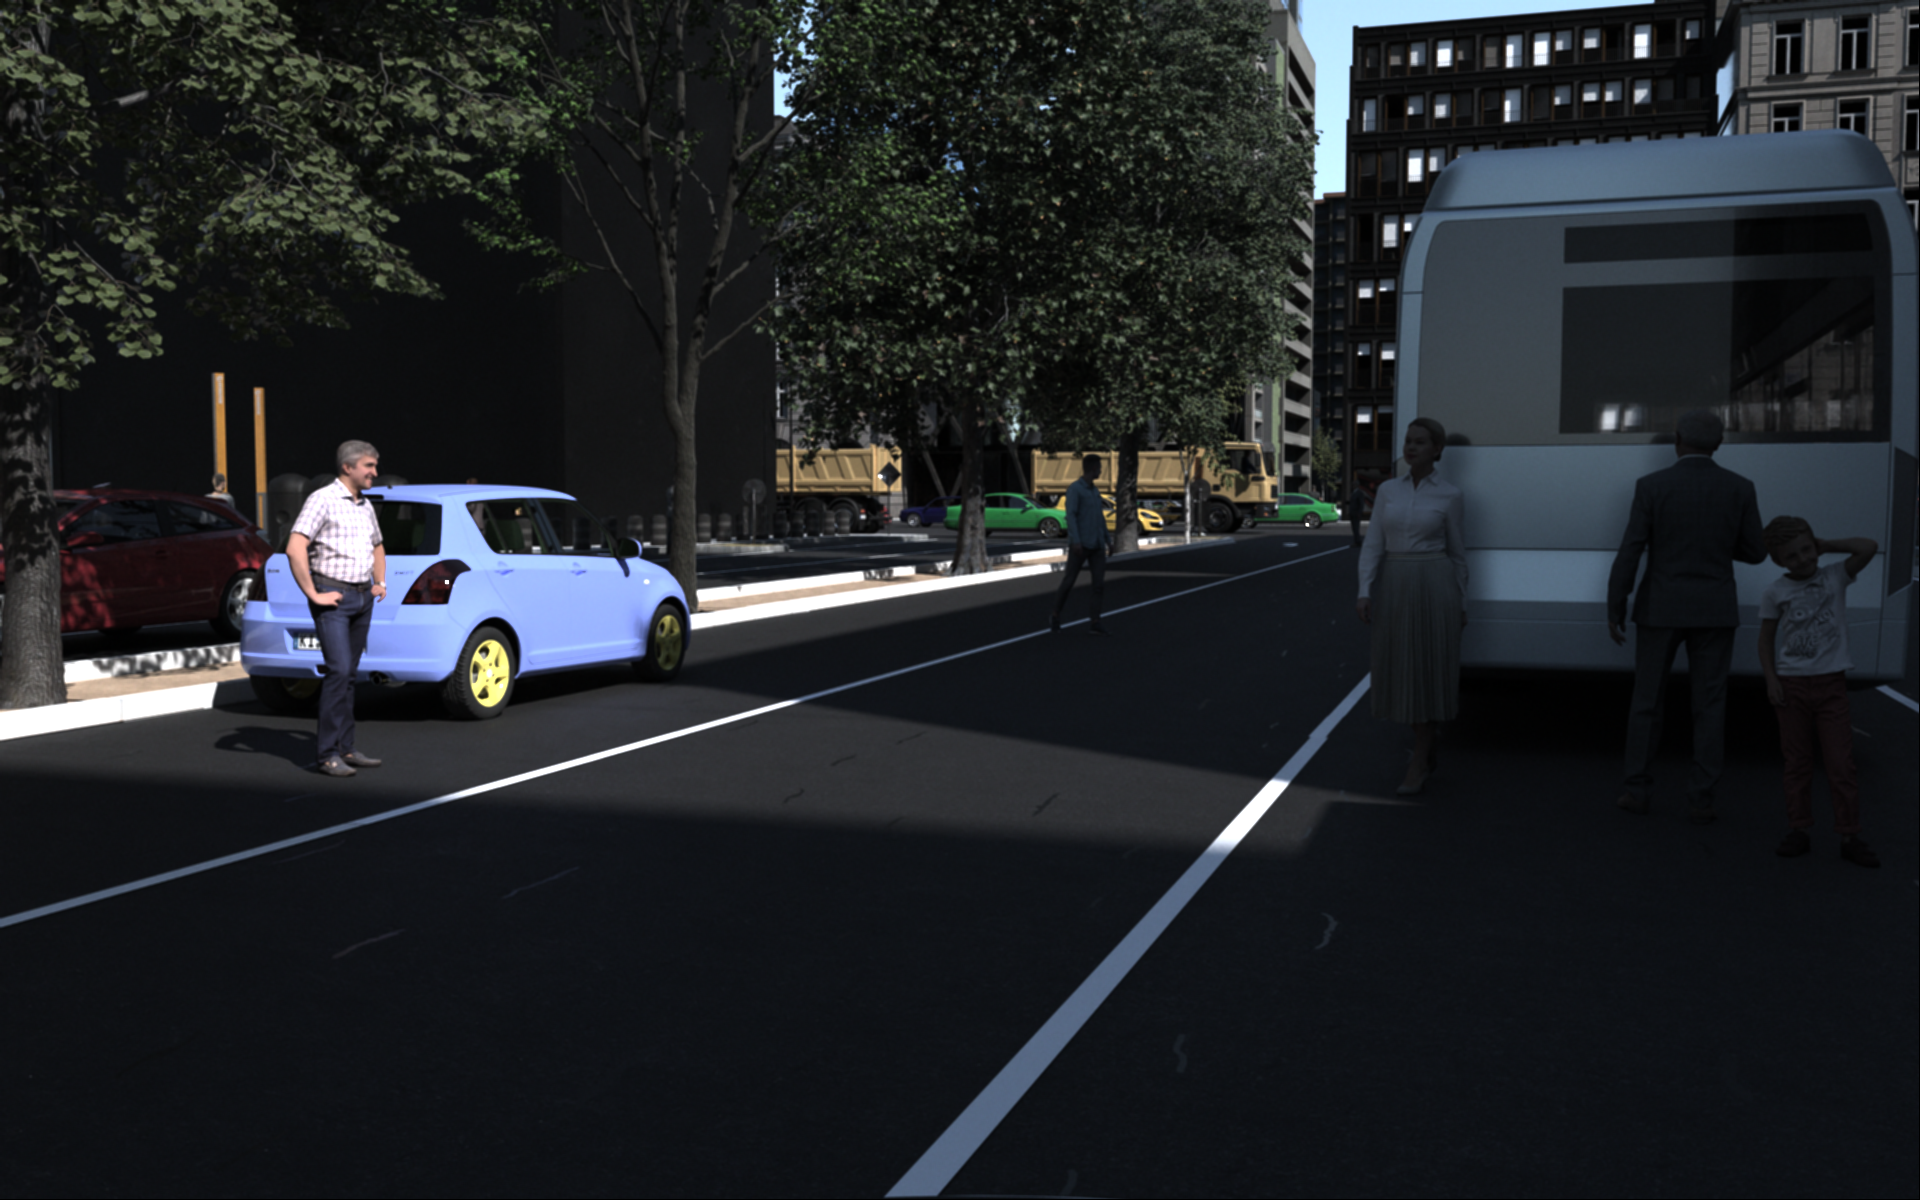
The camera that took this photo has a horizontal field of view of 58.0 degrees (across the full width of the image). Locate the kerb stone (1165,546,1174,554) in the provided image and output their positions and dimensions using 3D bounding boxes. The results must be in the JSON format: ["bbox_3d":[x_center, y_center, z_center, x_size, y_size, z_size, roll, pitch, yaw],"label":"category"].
[{"bbox_3d":[4.923,-1.191,41.665,0.120,0.150,1.000,1,4,18],"label":"kerb stone"}]

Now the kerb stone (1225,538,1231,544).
[{"bbox_3d":[7.515,-1.664,49.476,0.120,0.150,1.000,1,4,18],"label":"kerb stone"}]

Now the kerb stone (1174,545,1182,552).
[{"bbox_3d":[5.243,-1.247,42.641,0.120,0.150,1.000,1,4,18],"label":"kerb stone"}]

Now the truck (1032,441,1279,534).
[{"bbox_3d":[7.673,-4.181,64.290,9.791,3.379,3.469,1,4,19],"label":"truck"}]

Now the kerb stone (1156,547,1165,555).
[{"bbox_3d":[4.594,-1.131,40.688,0.120,0.150,1.000,1,4,18],"label":"kerb stone"}]

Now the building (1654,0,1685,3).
[{"bbox_3d":[84.904,-35.895,176.124,28.713,52.752,27.495,1,4,18],"label":"building"}]

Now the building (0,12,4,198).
[{"bbox_3d":[-22.819,-11.702,20.198,11.050,23.489,19.941,1,4,18],"label":"building"}]

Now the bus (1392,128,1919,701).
[{"bbox_3d":[5.788,-1.249,15.275,2.948,3.499,13.247,1,4,20],"label":"bus"}]

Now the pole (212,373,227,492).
[{"bbox_3d":[-12.495,-2.166,29.263,0.158,3.312,0.155,0,3,0],"label":"pole"}]

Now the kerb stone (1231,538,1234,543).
[{"bbox_3d":[7.846,-1.728,50.452,0.120,0.150,1.000,1,4,18],"label":"kerb stone"}]

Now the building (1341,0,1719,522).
[{"bbox_3d":[27.278,-15.537,83.703,15.834,23.373,12.332,1,4,18],"label":"building"}]

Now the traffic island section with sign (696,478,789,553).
[{"bbox_3d":[-5.372,-2.123,43.332,1.989,1.847,2.006,1,4,18],"label":"traffic island section with sign"}]

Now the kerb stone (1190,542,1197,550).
[{"bbox_3d":[5.893,-1.370,44.593,0.120,0.150,1.000,1,4,18],"label":"kerb stone"}]

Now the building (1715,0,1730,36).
[{"bbox_3d":[65.398,-27.837,138.736,14.154,41.232,14.086,1,4,18],"label":"building"}]

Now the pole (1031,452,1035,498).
[{"bbox_3d":[3.576,-5.542,84.449,0.158,3.312,0.155,0,3,0],"label":"pole"}]

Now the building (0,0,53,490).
[{"bbox_3d":[-31.314,-12.691,56.650,18.267,20.994,9.793,1,4,18],"label":"building"}]

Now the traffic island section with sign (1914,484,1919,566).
[{"bbox_3d":[19.551,-1.626,35.212,1.989,1.847,2.006,1,4,18],"label":"traffic island section with sign"}]

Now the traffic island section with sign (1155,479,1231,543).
[{"bbox_3d":[6.956,-2.624,51.043,2.006,1.907,1.989,1,4,18],"label":"traffic island section with sign"}]

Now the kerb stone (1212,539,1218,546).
[{"bbox_3d":[6.862,-1.549,47.523,0.120,0.150,1.000,1,4,18],"label":"kerb stone"}]

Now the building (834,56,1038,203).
[{"bbox_3d":[-3.327,-54.692,206.890,31.000,86.520,22.319,1,4,18],"label":"building"}]

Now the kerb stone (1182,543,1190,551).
[{"bbox_3d":[5.566,-1.307,43.615,0.120,0.150,1.000,1,4,18],"label":"kerb stone"}]

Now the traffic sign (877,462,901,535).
[{"bbox_3d":[-2.204,-3.066,53.769,0.795,2.450,0.064,1,4,18],"label":"traffic sign"}]

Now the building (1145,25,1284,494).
[{"bbox_3d":[20.445,-28.720,153.169,14.154,41.232,14.086,1,4,18],"label":"building"}]

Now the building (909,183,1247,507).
[{"bbox_3d":[7.133,-13.826,93.509,16.811,18.784,16.820,1,4,18],"label":"building"}]

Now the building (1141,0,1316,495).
[{"bbox_3d":[22.810,-33.470,170.928,21.300,48.544,21.600,1,4,18],"label":"building"}]

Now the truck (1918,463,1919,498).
[{"bbox_3d":[36.412,-4.280,58.897,11.283,4.237,2.839,1,4,18],"label":"truck"}]

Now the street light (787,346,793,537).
[{"bbox_3d":[-4.514,-4.819,51.326,1.470,5.913,1.316,1,4,18],"label":"street light"}]

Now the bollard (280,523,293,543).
[{"bbox_3d":[-11.674,-0.951,30.270,0.404,0.777,0.398,0,3,0],"label":"bollard"}]

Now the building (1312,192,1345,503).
[{"bbox_3d":[60.079,-36.141,245.534,28.867,44.769,22.147,1,4,18],"label":"building"}]

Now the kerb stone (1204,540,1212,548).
[{"bbox_3d":[6.543,-1.489,46.547,0.120,0.150,1.000,1,4,18],"label":"kerb stone"}]

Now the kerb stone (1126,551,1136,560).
[{"bbox_3d":[3.619,-0.952,37.758,0.120,0.150,1.000,1,4,18],"label":"kerb stone"}]

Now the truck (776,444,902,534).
[{"bbox_3d":[-7.059,-4.030,61.809,9.791,3.379,3.469,1,4,18],"label":"truck"}]

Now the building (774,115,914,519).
[{"bbox_3d":[-12.744,-15.693,98.385,24.055,21.916,13.314,1,4,18],"label":"building"}]

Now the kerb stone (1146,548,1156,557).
[{"bbox_3d":[4.270,-1.065,39.706,0.120,0.150,1.000,1,4,18],"label":"kerb stone"}]

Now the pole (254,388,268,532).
[{"bbox_3d":[-13.430,-2.412,33.280,0.158,3.312,0.155,0,3,0],"label":"pole"}]

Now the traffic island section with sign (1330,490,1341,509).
[{"bbox_3d":[36.463,-9.809,169.011,1.989,1.847,2.006,1,4,18],"label":"traffic island section with sign"}]

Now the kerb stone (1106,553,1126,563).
[{"bbox_3d":[3.294,-0.890,36.779,0.120,0.150,1.000,1,4,18],"label":"kerb stone"}]

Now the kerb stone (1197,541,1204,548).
[{"bbox_3d":[6.208,-1.430,45.570,0.120,0.150,1.000,1,4,18],"label":"kerb stone"}]

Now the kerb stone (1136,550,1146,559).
[{"bbox_3d":[3.946,-1.011,38.731,0.120,0.150,1.000,1,4,18],"label":"kerb stone"}]

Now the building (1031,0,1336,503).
[{"bbox_3d":[26.333,-54.109,197.347,31.000,86.520,22.319,1,4,18],"label":"building"}]

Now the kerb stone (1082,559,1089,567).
[{"bbox_3d":[2.641,-0.773,34.830,0.120,0.150,1.000,1,4,18],"label":"kerb stone"}]

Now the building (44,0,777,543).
[{"bbox_3d":[-15.109,-13.450,49.583,15.834,23.373,12.332,1,4,18],"label":"building"}]

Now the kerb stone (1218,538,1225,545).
[{"bbox_3d":[7.191,-1.609,48.502,0.120,0.150,1.000,1,4,18],"label":"kerb stone"}]

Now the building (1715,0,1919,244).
[{"bbox_3d":[46.694,-17.060,76.196,25.104,27.353,12.463,1,4,18],"label":"building"}]
